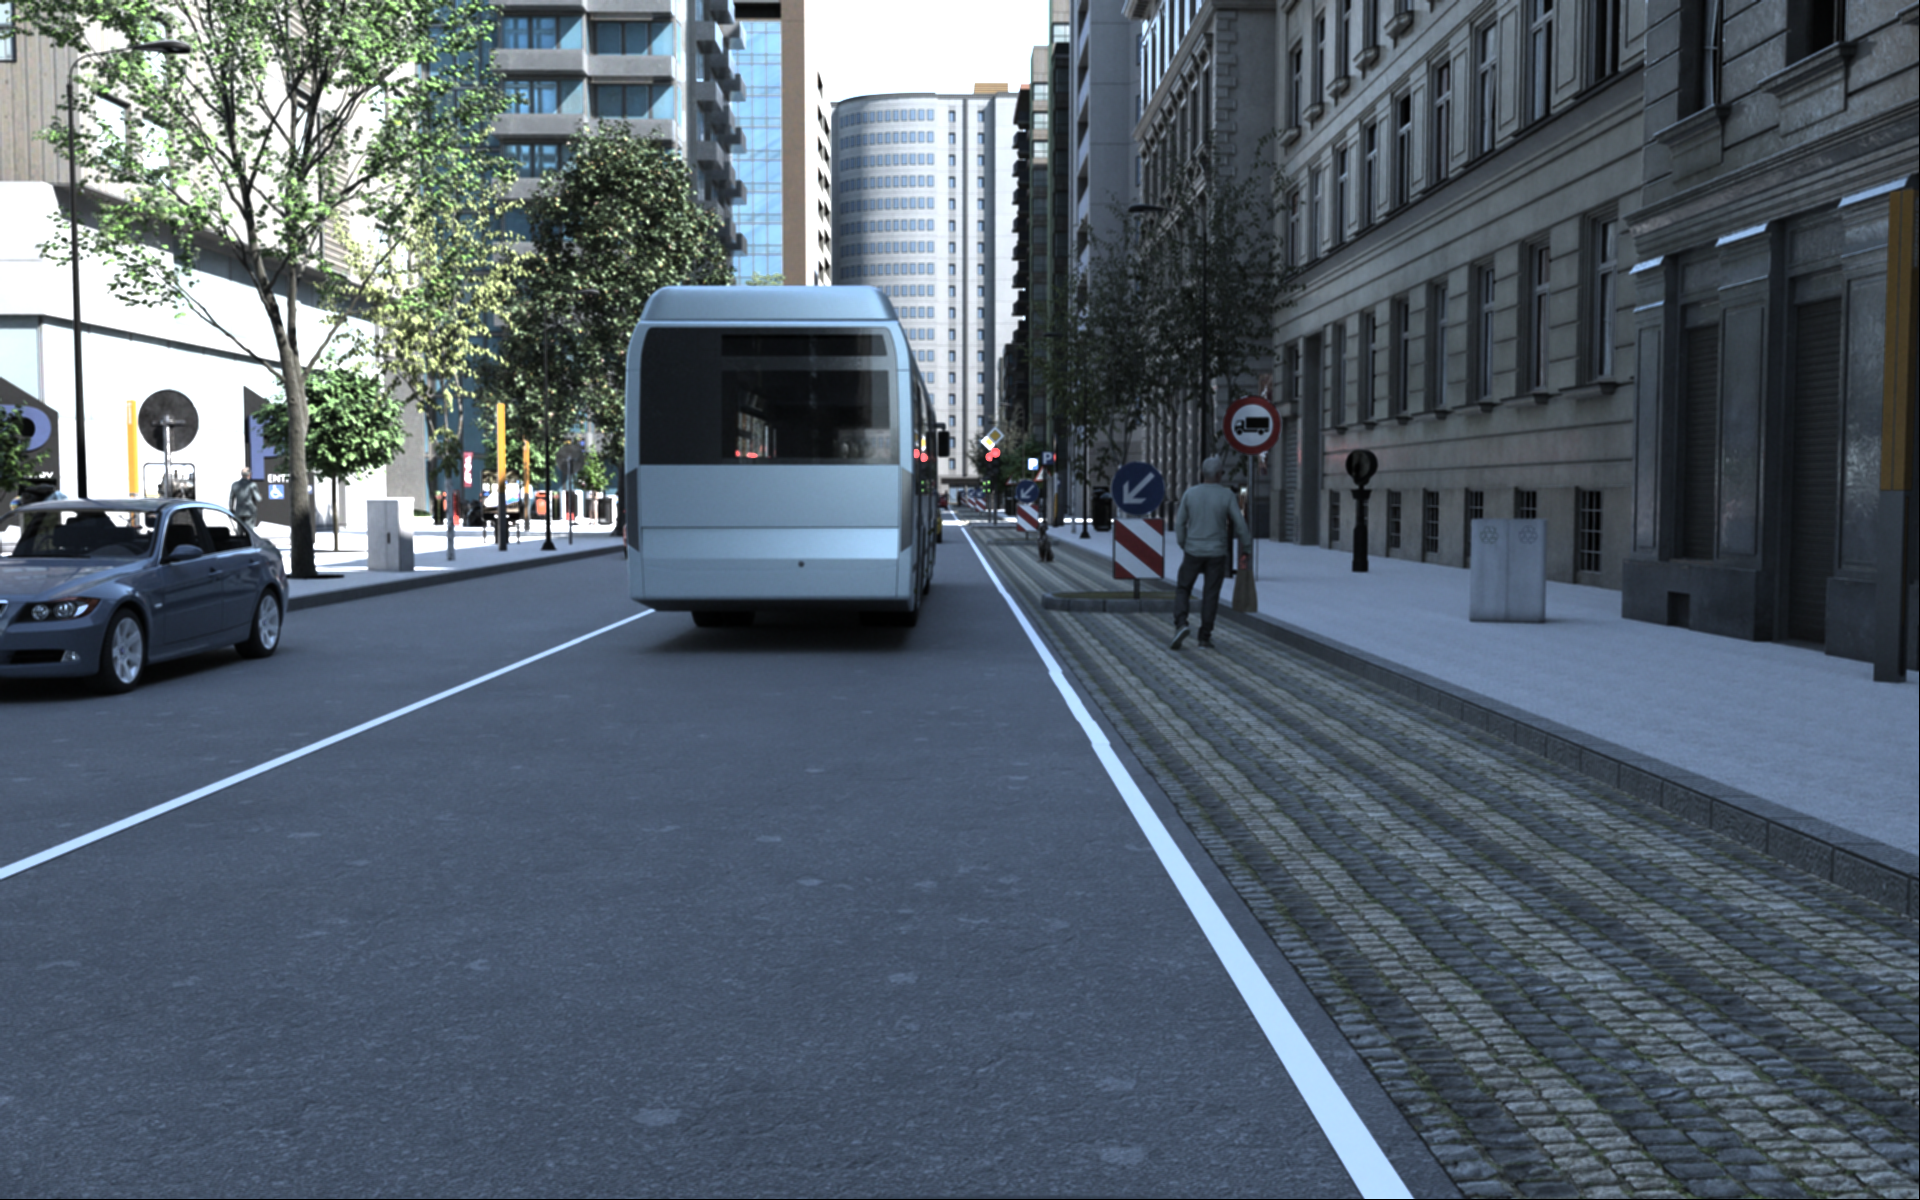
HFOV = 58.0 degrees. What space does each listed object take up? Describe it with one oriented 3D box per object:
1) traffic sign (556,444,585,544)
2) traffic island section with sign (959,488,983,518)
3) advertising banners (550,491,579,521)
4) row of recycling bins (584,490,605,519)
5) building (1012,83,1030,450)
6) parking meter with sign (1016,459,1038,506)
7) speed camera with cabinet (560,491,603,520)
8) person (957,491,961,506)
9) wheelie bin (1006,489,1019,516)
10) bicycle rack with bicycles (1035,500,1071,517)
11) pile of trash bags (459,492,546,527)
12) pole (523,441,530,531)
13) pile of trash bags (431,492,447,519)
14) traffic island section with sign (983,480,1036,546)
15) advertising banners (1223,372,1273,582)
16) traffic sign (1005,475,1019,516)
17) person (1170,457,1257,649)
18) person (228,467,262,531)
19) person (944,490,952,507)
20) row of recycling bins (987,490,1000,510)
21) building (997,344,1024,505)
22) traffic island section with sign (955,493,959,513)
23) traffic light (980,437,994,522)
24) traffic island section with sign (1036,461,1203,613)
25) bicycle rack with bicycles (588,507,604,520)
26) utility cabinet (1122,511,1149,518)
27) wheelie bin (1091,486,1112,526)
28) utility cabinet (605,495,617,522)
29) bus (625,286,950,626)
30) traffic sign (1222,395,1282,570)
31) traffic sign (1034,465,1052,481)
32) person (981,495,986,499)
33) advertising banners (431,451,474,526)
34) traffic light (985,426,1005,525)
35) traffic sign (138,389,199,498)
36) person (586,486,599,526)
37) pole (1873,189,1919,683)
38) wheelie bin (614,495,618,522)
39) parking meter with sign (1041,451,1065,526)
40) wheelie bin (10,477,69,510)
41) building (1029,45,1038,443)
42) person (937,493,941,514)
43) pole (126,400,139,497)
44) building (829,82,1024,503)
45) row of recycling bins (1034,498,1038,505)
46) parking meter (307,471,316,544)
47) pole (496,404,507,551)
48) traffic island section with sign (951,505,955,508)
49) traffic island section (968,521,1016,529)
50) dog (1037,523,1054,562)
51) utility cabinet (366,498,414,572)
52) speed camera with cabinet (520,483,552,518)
[{"bbox_3d":[-9.911,-2.685,44.012,0.768,2.556,0.104,1,4,8],"label":"traffic sign"},{"bbox_3d":[1.119,-5.878,104.731,1.989,1.847,2.006,0,4,-1],"label":"traffic island section with sign"},{"bbox_3d":[-18.604,-5.272,82.392,2.074,3.025,0.090,-3,5,-45],"label":"advertising banners"},{"bbox_3d":[-19.432,-5.188,91.936,1.069,1.692,3.534,-1,4,-16],"label":"row of recycling bins"},{"bbox_3d":[16.788,-32.358,183.672,22.147,44.769,28.867,0,4,-1],"label":"building"},{"bbox_3d":[3.248,-5.471,85.718,0.543,3.016,1.738,-1,4,-22],"label":"parking meter with sign"},{"bbox_3d":[-18.755,-5.589,85.718,2.038,3.252,0.660,-2,4,-32],"label":"speed camera with cabinet"},{"bbox_3d":[-0.121,-11.796,201.909,0.434,1.755,0.990,-2,4,-25],"label":"person"},{"bbox_3d":[3.157,-5.754,101.986,0.693,1.594,0.980,-3,5,-42],"label":"wheelie bin"},{"bbox_3d":[4.891,-5.185,98.152,2.925,0.926,2.852,1,4,16],"label":"bicycle rack with bicycles"},{"bbox_3d":[-18.005,-3.603,68.660,3.447,1.369,1.912,-1,4,-12],"label":"pile of trash bags"},{"bbox_3d":[-15.011,-4.044,59.964,0.158,3.312,0.155,0,3,0],"label":"pole"},{"bbox_3d":[-26.181,-4.826,88.658,1.912,1.369,3.447,-1,4,-12],"label":"pile of trash bags"},{"bbox_3d":[1.751,-2.451,48.703,1.989,1.847,2.006,0,4,-1],"label":"traffic island section with sign"},{"bbox_3d":[4.242,-1.812,25.809,0.090,3.025,2.074,-1,4,-12],"label":"advertising banners"},{"bbox_3d":[3.078,-6.196,101.300,0.884,2.594,0.081,0,3,0],"label":"traffic sign"},{"bbox_3d":[2.344,-0.422,15.881,0.782,1.767,0.515,1,4,15],"label":"person"},{"bbox_3d":[-14.006,-1.702,34.040,0.661,1.801,0.590,0,4,3],"label":"person"},{"bbox_3d":[-1.437,-10.784,184.825,1.348,1.824,0.705,-3,4,-37],"label":"person"},{"bbox_3d":[2.723,-8.178,140.819,1.069,1.692,3.534,0,4,4],"label":"row of recycling bins"},{"bbox_3d":[18.889,-22.557,213.839,27.650,21.520,28.899,0,4,-1],"label":"building"},{"bbox_3d":[0.801,-7.567,132.352,1.989,1.847,2.006,0,4,-1],"label":"traffic island section with sign"},{"bbox_3d":[1.347,-5.545,79.578,0.839,4.253,0.868,0,4,-1],"label":"traffic light"},{"bbox_3d":[2.042,-0.803,21.749,1.989,1.847,2.006,0,4,-1],"label":"traffic island section with sign"},{"bbox_3d":[-17.540,-4.593,88.481,2.925,0.926,2.852,-1,4,-13],"label":"bicycle rack with bicycles"},{"bbox_3d":[4.735,-2.350,47.102,0.318,1.500,1.173,3,4,37],"label":"utility cabinet"},{"bbox_3d":[5.663,-3.765,69.459,0.980,1.594,0.693,2,4,25],"label":"wheelie bin"},{"bbox_3d":[-16.061,-4.262,80.841,0.306,1.237,1.020,3,5,42],"label":"utility cabinet"},{"bbox_3d":[-1.661,-1.655,21.927,2.948,3.499,13.247,0,4,0],"label":"bus"},{"bbox_3d":[3.777,-1.369,22.493,0.768,2.556,0.104,0,4,1],"label":"traffic sign"},{"bbox_3d":[3.523,-4.445,72.687,0.884,2.594,0.081,0,4,1],"label":"traffic sign"},{"bbox_3d":[2.275,-10.714,181.231,1.348,1.823,0.705,-3,5,-44],"label":"person"},{"bbox_3d":[-20.590,-4.538,70.388,0.090,3.025,2.074,3,4,37],"label":"advertising banners"},{"bbox_3d":[1.437,-5.056,71.593,0.839,4.253,0.868,0,4,-1],"label":"traffic light"},{"bbox_3d":[-9.630,-1.283,21.076,0.768,2.556,0.104,0,4,3],"label":"traffic sign"},{"bbox_3d":[-14.691,-3.846,69.270,0.374,1.781,0.599,-2,4,-33],"label":"person"},{"bbox_3d":[6.368,-1.096,11.760,0.158,3.312,0.155,0,3,0],"label":"pole"},{"bbox_3d":[-15.299,-4.357,79.137,0.693,1.594,0.980,3,4,38],"label":"wheelie bin"},{"bbox_3d":[3.794,-4.514,70.059,0.543,3.016,1.738,-1,4,-16],"label":"parking meter with sign"},{"bbox_3d":[-17.453,-1.528,32.890,0.980,1.594,0.693,-3,4,-36],"label":"wheelie bin"},{"bbox_3d":[13.404,-29.240,161.670,14.154,41.232,14.086,0,4,-1],"label":"building"},{"bbox_3d":[-1.556,-6.263,111.002,0.850,1.850,0.679,3,5,40],"label":"person"},{"bbox_3d":[-17.977,-2.680,37.669,0.158,3.312,0.155,0,3,0],"label":"pole"},{"bbox_3d":[-5.232,-43.352,250.806,28.212,58.520,21.231,0,4,-1],"label":"building"},{"bbox_3d":[5.785,-7.798,134.617,3.534,1.692,1.069,-2,4,-25],"label":"row of recycling bins"},{"bbox_3d":[-16.836,-2.380,44.617,0.399,1.863,0.255,-2,4,-34],"label":"parking meter"},{"bbox_3d":[-10.373,-2.773,39.176,0.158,3.312,0.155,0,3,0],"label":"pole"},{"bbox_3d":[0.244,-10.570,181.440,1.989,1.847,2.006,0,4,-1],"label":"traffic island section with sign"},{"bbox_3d":[1.387,-3.511,79.692,2.009,0.180,2.903,0,4,-1],"label":"traffic island section"},{"bbox_3d":[1.893,-1.198,36.428,0.800,0.831,0.513,-2,4,-30],"label":"dog"},{"bbox_3d":[-9.530,-1.088,28.944,1.020,1.237,0.306,3,5,41],"label":"utility cabinet"},{"bbox_3d":[-22.965,-6.076,93.671,2.038,3.252,0.660,-3,5,-44],"label":"speed camera with cabinet"}]
